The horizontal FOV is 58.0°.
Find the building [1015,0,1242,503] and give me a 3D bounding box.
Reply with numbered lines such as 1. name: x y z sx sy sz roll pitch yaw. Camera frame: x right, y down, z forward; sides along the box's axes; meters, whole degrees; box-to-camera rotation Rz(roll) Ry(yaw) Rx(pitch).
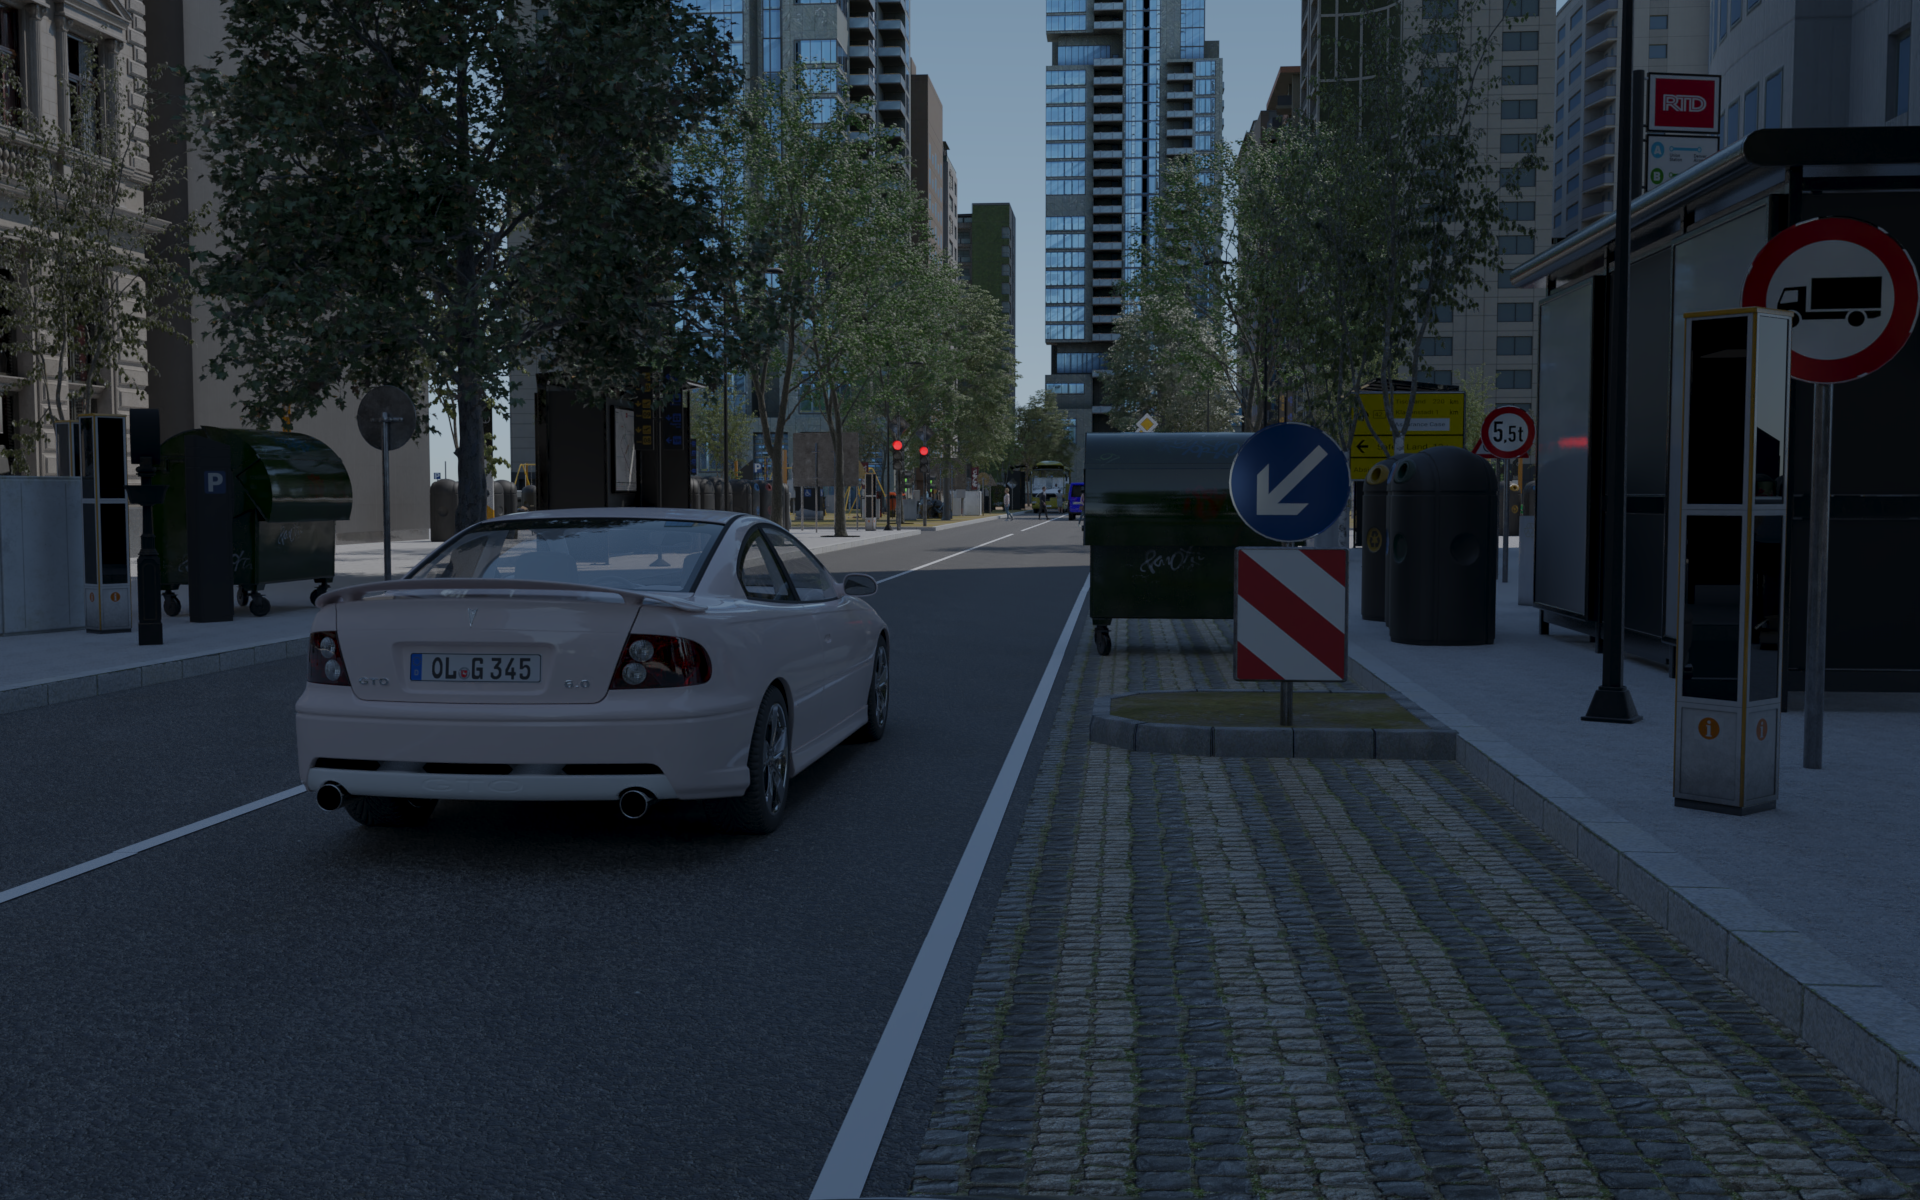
1. building: 24.059 -57.090 246.096 31.000 86.520 22.319 0 4 5

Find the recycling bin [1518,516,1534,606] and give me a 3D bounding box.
1. recycling bin: 6.918 -0.448 19.877 0.722 1.027 0.722 -2 4 -33

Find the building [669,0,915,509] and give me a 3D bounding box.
1. building: -15.177 -51.775 159.190 22.319 86.520 31.000 0 4 5

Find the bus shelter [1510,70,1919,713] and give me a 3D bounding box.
1. bus shelter: 5.961 -2.236 14.189 2.179 5.291 8.768 0 4 5

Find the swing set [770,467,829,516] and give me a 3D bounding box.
1. swing set: -9.756 -6.374 101.841 3.119 2.851 2.862 3 4 36

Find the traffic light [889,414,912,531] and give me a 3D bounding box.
1. traffic light: -2.131 -4.391 60.712 0.839 4.253 0.868 0 4 5

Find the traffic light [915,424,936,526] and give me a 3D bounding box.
1. traffic light: -1.378 -4.877 68.661 0.839 4.253 0.868 0 4 5

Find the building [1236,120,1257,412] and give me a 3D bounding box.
1. building: 53.452 -40.247 247.277 27.495 52.752 28.713 0 4 5

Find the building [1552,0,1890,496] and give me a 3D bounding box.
1. building: 81.593 -39.629 189.933 28.212 58.520 21.231 0 4 5

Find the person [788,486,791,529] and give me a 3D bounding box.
1. person: -6.603 -3.457 65.205 0.511 1.800 0.466 3 4 36

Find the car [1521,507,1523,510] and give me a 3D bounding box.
1. car: 21.879 -3.205 61.192 4.718 1.807 1.959 0 4 7

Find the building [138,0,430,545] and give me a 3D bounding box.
1. building: -27.373 -15.325 44.064 24.014 27.812 14.314 0 4 5

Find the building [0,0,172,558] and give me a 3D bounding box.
1. building: -22.185 -12.069 26.200 11.050 23.489 19.941 0 4 5

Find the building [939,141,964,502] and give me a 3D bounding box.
1. building: -7.540 -31.760 202.874 14.086 41.232 14.154 0 4 5

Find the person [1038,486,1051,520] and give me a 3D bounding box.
1. person: 4.636 -5.321 95.269 0.755 1.850 0.659 3 4 37

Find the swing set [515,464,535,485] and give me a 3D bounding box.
1. swing set: -21.769 -5.657 90.105 3.119 2.851 2.862 2 4 26

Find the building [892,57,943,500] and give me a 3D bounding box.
1. building: -9.409 -32.566 182.561 14.600 45.320 14.200 0 4 5

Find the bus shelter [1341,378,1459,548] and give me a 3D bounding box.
1. bus shelter: 9.532 -2.854 37.952 1.731 3.624 6.357 0 4 6

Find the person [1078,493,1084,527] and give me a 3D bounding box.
1. person: 5.416 -4.049 75.299 0.593 1.750 0.643 -2 4 -26

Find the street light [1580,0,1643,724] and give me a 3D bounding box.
1. street light: 3.164 -2.274 9.714 1.470 5.913 1.316 0 4 5

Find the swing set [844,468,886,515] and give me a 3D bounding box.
1. swing set: -5.570 -6.407 102.368 2.862 2.851 3.119 1 4 11

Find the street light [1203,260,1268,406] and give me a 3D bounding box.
1. street light: 5.509 -3.782 34.377 1.470 5.913 1.316 0 4 5

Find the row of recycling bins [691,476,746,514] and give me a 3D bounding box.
1. row of recycling bins: -5.919 -1.978 39.450 1.069 1.692 3.534 0 4 7

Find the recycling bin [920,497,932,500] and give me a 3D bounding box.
1. recycling bin: -2.557 -7.244 130.998 0.722 1.027 0.722 1 4 17

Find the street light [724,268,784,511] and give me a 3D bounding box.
1. street light: -4.310 -3.867 35.768 1.470 5.913 1.316 0 4 5

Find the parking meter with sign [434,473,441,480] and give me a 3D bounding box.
1. parking meter with sign: -42.300 -8.764 139.552 0.543 3.016 1.738 0 4 -3

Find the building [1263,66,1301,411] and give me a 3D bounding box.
1. building: 42.452 -31.865 175.610 22.147 44.769 28.867 0 4 5

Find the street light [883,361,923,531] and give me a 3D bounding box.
1. street light: -1.979 -5.385 60.586 1.470 5.913 1.316 0 4 5

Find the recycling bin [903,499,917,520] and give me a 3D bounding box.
1. recycling bin: -2.524 -4.409 84.638 0.722 1.027 0.722 -1 4 -10

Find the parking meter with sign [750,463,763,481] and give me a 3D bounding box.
1. parking meter with sign: -11.683 -6.137 96.600 0.543 3.016 1.738 2 4 25

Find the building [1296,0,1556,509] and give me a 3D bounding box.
1. building: 38.642 -43.554 150.360 20.563 71.187 20.611 0 4 5

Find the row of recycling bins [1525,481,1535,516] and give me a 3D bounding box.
1. row of recycling bins: 18.086 -2.810 53.064 3.534 1.692 1.069 0 4 6

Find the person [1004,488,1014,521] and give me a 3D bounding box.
1. person: 2.593 -5.059 91.886 0.598 1.740 0.731 -1 4 -17

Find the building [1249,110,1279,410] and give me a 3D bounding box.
1. building: 40.523 -33.490 197.669 14.600 45.320 14.200 0 4 5

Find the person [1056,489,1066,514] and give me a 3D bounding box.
1. person: 7.298 -7.103 124.990 0.716 1.782 0.532 0 4 8

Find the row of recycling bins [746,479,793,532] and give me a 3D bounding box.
1. row of recycling bins: -5.866 -2.554 48.863 1.069 1.692 3.534 1 4 14

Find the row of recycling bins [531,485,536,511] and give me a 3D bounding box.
1. row of recycling bins: -18.492 -4.446 79.798 3.534 1.692 1.069 -3 5 -42

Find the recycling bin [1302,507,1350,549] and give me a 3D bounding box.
1. recycling bin: 7.026 -1.269 33.294 0.722 1.027 0.722 -1 4 -9

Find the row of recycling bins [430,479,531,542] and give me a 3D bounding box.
1. row of recycling bins: -13.364 -2.494 47.897 1.069 1.692 3.534 1 4 18

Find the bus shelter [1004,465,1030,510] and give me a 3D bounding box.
1. bus shelter: 4.648 -9.150 140.879 1.731 3.624 6.357 0 4 5

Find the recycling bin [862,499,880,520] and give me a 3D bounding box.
1. recycling bin: -4.497 -4.577 87.385 0.722 1.027 0.722 -1 4 -22

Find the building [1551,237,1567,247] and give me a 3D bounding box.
1. building: 60.383 -25.994 196.711 14.107 30.474 14.160 0 4 5

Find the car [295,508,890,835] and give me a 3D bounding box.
1. car: -1.531 0.221 8.743 2.083 1.381 4.827 0 4 7

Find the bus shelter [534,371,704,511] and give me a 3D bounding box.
1. bus shelter: -6.573 -2.629 34.274 1.731 3.624 6.357 0 4 6

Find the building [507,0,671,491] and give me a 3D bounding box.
1. building: -39.312 -46.694 201.692 20.611 71.187 20.563 0 4 5

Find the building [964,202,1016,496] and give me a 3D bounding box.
1. building: 0.615 -34.361 245.396 14.086 41.232 14.154 0 4 5

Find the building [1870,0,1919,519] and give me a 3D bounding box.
1. building: 25.918 -29.941 31.535 21.231 58.520 28.212 0 4 5

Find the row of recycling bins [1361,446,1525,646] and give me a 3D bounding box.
1. row of recycling bins: 4.401 -0.560 16.273 1.069 1.692 3.534 1 4 8
